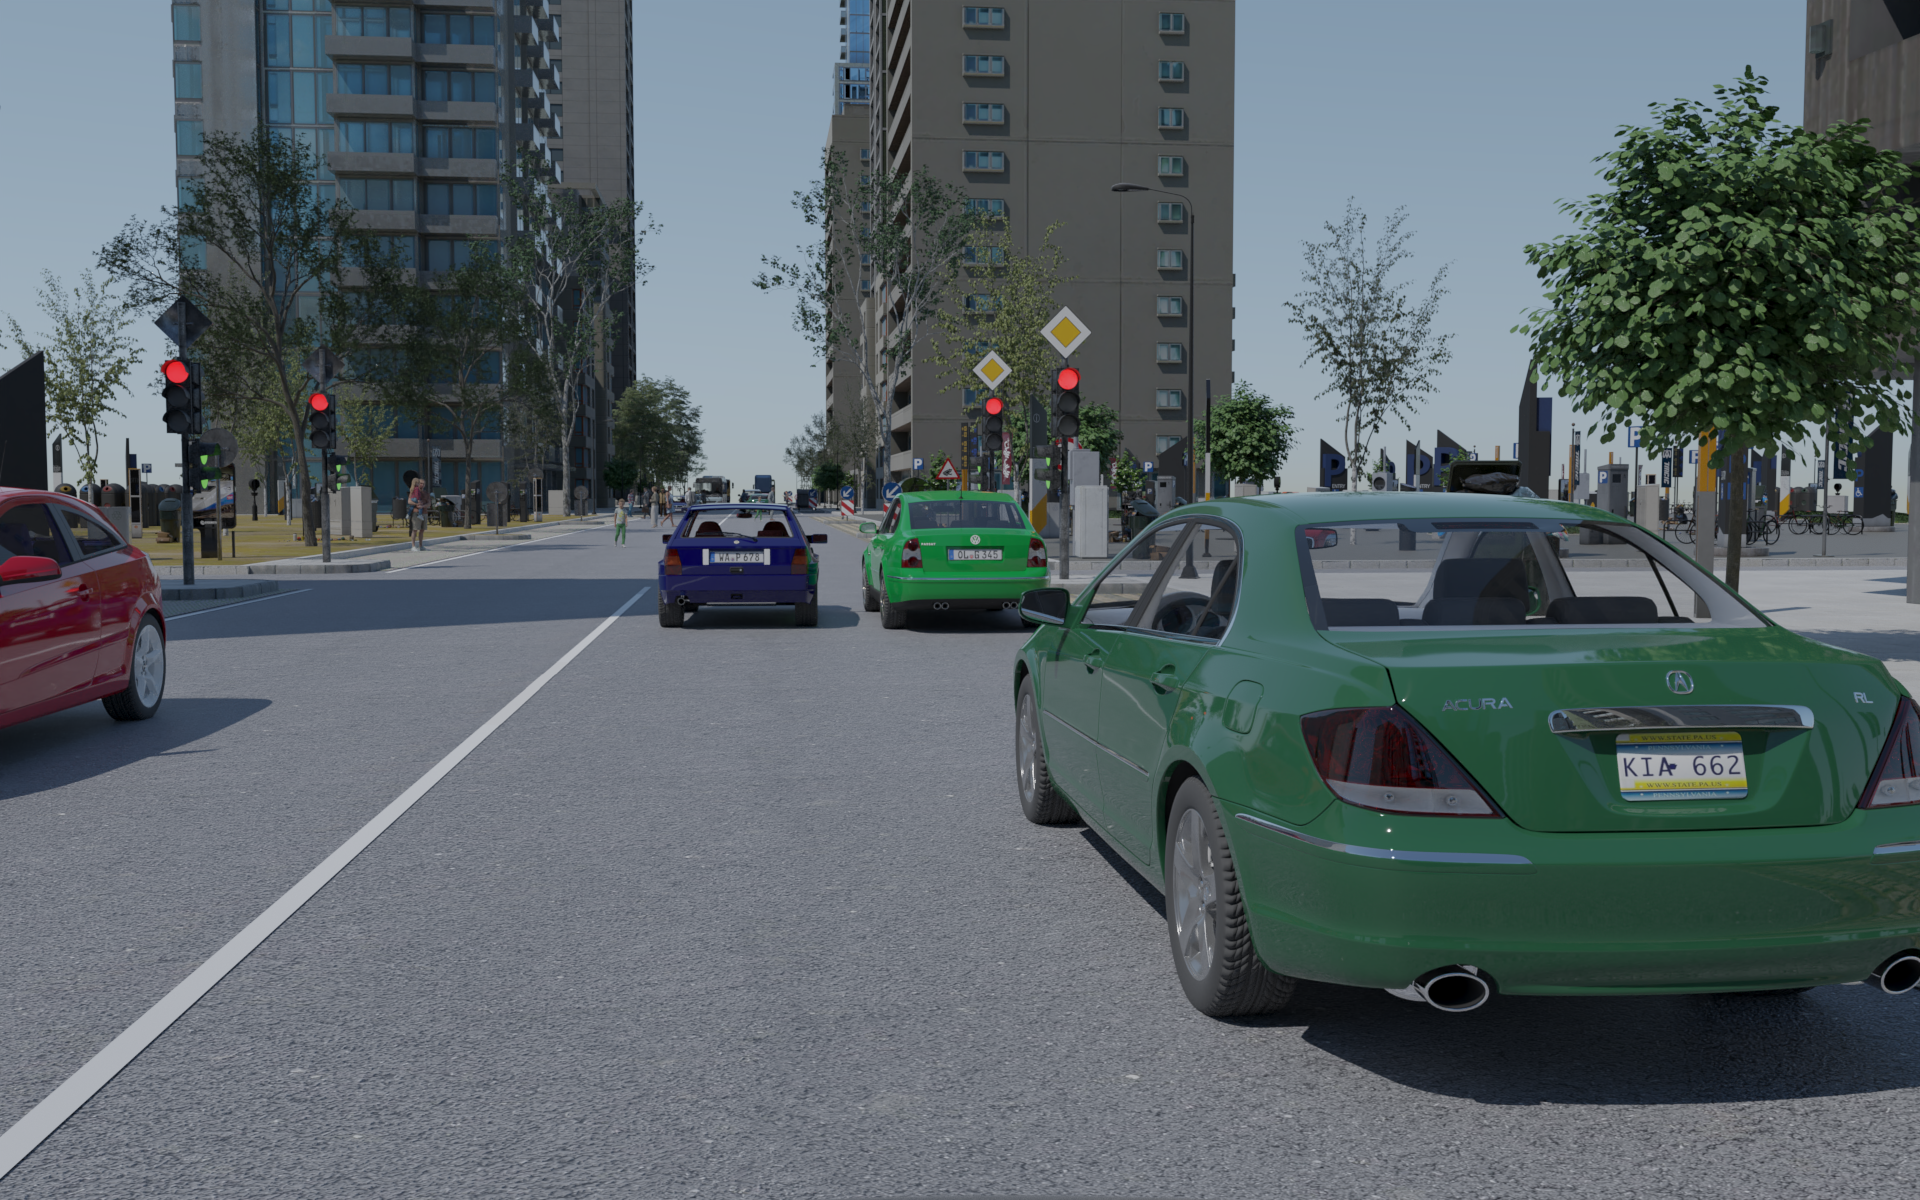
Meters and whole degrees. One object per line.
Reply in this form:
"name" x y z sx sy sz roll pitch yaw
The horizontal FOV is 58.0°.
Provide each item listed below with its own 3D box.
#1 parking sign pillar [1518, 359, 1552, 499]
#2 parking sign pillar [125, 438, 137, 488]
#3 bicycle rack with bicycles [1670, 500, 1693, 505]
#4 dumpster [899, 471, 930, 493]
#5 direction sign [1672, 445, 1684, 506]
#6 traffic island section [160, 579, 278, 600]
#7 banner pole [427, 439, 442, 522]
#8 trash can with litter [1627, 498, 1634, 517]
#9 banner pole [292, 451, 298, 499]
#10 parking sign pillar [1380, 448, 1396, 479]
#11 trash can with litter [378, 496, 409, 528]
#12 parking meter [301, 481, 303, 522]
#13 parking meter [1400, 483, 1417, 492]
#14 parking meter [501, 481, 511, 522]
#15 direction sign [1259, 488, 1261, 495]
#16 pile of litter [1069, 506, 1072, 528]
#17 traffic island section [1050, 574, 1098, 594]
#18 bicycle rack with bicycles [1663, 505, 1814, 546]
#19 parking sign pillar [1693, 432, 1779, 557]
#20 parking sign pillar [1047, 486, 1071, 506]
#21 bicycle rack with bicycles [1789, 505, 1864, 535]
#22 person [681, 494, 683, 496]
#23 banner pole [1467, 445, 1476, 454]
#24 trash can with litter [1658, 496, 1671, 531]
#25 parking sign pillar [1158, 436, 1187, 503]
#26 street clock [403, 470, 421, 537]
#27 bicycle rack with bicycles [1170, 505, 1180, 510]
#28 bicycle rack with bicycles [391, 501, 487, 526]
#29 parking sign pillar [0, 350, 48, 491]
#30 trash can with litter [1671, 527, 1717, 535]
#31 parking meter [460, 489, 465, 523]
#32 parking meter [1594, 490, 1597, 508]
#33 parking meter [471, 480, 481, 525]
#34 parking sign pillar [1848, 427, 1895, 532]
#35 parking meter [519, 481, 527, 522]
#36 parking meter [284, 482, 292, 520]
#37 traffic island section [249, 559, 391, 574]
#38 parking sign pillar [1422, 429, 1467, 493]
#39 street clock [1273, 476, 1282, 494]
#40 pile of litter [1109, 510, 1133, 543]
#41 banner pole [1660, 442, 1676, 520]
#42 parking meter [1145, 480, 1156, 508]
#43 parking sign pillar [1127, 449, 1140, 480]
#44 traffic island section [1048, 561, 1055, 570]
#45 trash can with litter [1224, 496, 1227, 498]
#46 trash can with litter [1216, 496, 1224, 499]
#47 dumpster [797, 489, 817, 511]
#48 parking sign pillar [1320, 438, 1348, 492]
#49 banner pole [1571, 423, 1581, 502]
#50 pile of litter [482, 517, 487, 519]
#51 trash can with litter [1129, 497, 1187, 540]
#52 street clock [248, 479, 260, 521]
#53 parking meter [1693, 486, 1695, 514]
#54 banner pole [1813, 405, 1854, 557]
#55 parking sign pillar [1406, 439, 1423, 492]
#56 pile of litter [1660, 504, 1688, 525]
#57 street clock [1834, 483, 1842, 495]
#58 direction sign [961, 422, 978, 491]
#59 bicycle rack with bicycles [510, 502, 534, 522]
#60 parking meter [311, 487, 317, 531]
"parking sign pillar" 11.674 -2.862 35.258 1.447 3.967 1.447 1 4 9
"parking sign pillar" -40.051 -5.824 83.691 1.447 3.967 1.447 -2 4 -28
"bicycle rack with bicycles" 46.596 -5.968 110.954 2.925 0.926 2.852 1 4 16
"dumpster" -1.951 -4.329 73.278 1.502 2.255 1.985 0 4 -7
"direction sign" 33.538 -5.441 80.959 0.876 3.537 0.379 -3 4 -38
"traffic island section" -10.963 -0.141 24.586 2.009 0.180 2.903 0 4 -7
"banner pole" -24.017 -5.445 79.044 0.401 3.779 0.863 3 5 41
"trash can with litter" 37.981 -5.311 98.221 1.055 1.170 0.624 1 4 14
"banner pole" -38.998 -6.824 101.588 0.401 3.779 0.863 -3 5 -43
"parking sign pillar" 25.287 -6.966 102.368 1.447 3.967 1.447 3 5 39
"trash can with litter" -21.687 -3.355 65.905 2.233 1.210 1.678 0 4 -2
"parking meter" -29.647 -4.459 78.613 0.255 1.863 0.399 2 4 24
"parking meter" 10.172 -1.891 39.331 0.372 1.533 0.369 0 3 0
"parking meter" -20.541 -4.442 78.331 0.399 1.863 0.255 1 4 13
"direction sign" 9.855 -3.969 56.886 0.379 3.537 0.876 1 4 20
"pile of litter" 4.437 -3.169 65.784 1.176 0.858 1.719 -1 4 -19
"traffic island section" 1.591 -0.232 26.070 2.009 0.180 2.903 0 4 -7
"bicycle rack with bicycles" 19.307 -1.860 43.786 2.925 0.926 2.852 0 4 -5
"parking sign pillar" 16.072 -2.906 35.983 1.447 3.967 1.447 1 4 18
"parking sign pillar" 5.561 -6.635 96.948 1.447 3.967 1.447 -1 4 -14
"bicycle rack with bicycles" 27.337 -2.542 54.944 2.852 0.926 2.925 -2 4 -30
"person" -31.503 -11.301 196.499 0.991 1.433 0.599 1 4 11
"banner pole" 26.128 -6.032 88.645 0.863 3.779 0.401 -2 4 -25
"trash can with litter" 24.473 -3.089 61.563 2.233 1.210 1.678 0 4 5
"parking sign pillar" 9.841 -5.608 80.164 1.447 3.967 1.447 0 4 2
"street clock" -16.466 -2.905 52.059 0.471 2.002 0.358 0 4 -4
"bicycle rack with bicycles" 8.331 -2.785 58.922 2.852 0.926 2.925 0 4 2
"bicycle rack with bicycles" -21.601 -3.527 71.042 2.925 0.926 2.852 1 4 21
"parking sign pillar" -17.624 -2.665 32.051 1.447 3.967 1.447 2 4 28
"trash can with litter" 23.650 -2.671 54.725 1.678 1.210 2.233 2 4 32
"parking meter" -21.616 -4.110 75.609 0.372 1.533 0.369 0 3 0
"parking meter" 25.074 -3.640 67.918 0.372 1.533 0.369 0 3 0
"parking meter" -20.375 -4.106 72.850 0.255 1.863 0.399 1 4 18
"parking sign pillar" 31.062 -4.308 58.914 1.447 3.967 1.447 -1 4 -22
"parking meter" -19.853 -4.466 78.730 0.255 1.863 0.399 0 4 0
"parking meter" -32.972 -4.849 84.994 0.255 1.863 0.399 0 4 3
"traffic island section" -11.907 -0.626 32.516 2.009 0.180 2.903 0 4 -7
"parking sign pillar" 20.271 -5.091 71.716 1.447 3.967 1.447 3 5 45
"street clock" 12.973 -4.054 70.852 0.358 2.002 0.471 1 4 19
"pile of litter" 4.264 -1.978 46.298 1.176 0.858 1.719 3 5 41
"banner pole" 33.738 -5.644 82.299 0.863 3.779 0.401 1 4 13
"parking meter" 7.927 -4.059 72.081 0.399 1.863 0.255 1 4 18
"parking sign pillar" 10.158 -6.980 102.602 1.447 3.967 1.447 -2 4 -27
"traffic island section" 0.647 -0.717 33.999 2.009 0.180 2.903 0 4 -7
"trash can with litter" 15.902 -5.560 101.963 2.233 1.210 1.678 1 4 8
"trash can with litter" 13.335 -4.821 90.203 1.055 1.170 0.624 -3 4 -36
"dumpster" -13.234 -8.663 149.852 1.865 1.857 1.264 0 4 -7
"parking sign pillar" 18.133 -5.845 84.037 1.447 3.967 1.447 -1 4 -15
"banner pole" 21.533 -4.320 60.642 0.401 3.779 0.863 0 4 -4
"pile of litter" -24.296 -4.684 90.550 1.176 0.858 1.719 -3 5 -39
"trash can with litter" 3.799 -1.380 33.953 0.624 1.170 1.055 -3 4 -36
"street clock" -33.797 -4.796 82.981 0.358 2.002 0.471 2 4 33
"parking meter" 46.001 -6.268 108.191 0.399 1.863 0.255 0 4 3
"banner pole" 17.975 -2.783 35.525 0.863 3.779 0.401 -1 4 -13
"parking sign pillar" 22.481 -5.891 84.788 1.447 3.967 1.447 1 4 14
"pile of litter" 30.218 -3.638 73.441 1.719 0.858 1.176 -2 4 -35
"street clock" 58.211 -6.747 114.887 0.358 2.002 0.471 -1 4 -21
"direction sign" 0.295 -3.837 54.724 0.379 3.537 0.876 -2 4 -34
"bicycle rack with bicycles" -21.450 -4.176 81.657 2.925 0.926 2.852 -1 4 -14
"parking meter" -22.458 -3.147 59.870 0.372 1.533 0.369 0 3 0
